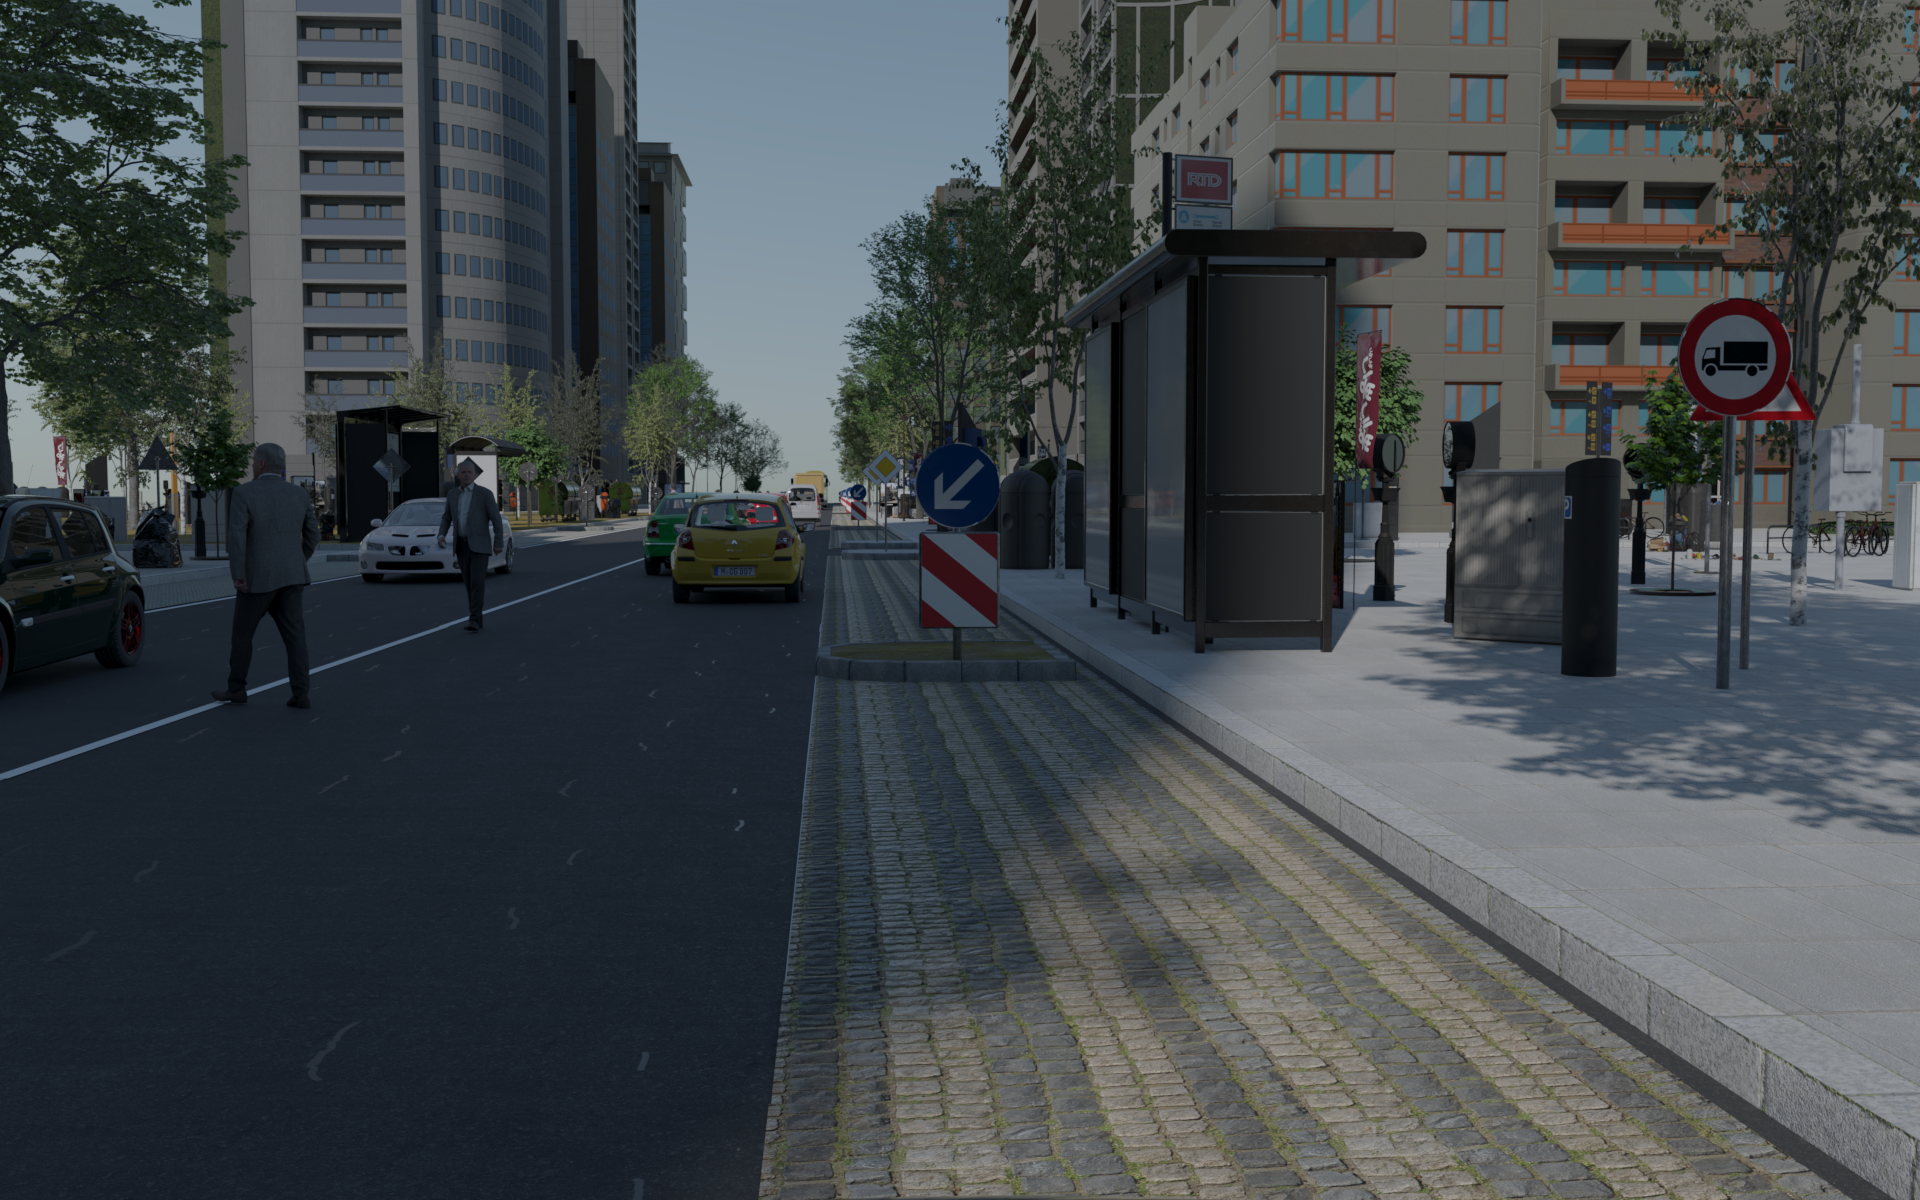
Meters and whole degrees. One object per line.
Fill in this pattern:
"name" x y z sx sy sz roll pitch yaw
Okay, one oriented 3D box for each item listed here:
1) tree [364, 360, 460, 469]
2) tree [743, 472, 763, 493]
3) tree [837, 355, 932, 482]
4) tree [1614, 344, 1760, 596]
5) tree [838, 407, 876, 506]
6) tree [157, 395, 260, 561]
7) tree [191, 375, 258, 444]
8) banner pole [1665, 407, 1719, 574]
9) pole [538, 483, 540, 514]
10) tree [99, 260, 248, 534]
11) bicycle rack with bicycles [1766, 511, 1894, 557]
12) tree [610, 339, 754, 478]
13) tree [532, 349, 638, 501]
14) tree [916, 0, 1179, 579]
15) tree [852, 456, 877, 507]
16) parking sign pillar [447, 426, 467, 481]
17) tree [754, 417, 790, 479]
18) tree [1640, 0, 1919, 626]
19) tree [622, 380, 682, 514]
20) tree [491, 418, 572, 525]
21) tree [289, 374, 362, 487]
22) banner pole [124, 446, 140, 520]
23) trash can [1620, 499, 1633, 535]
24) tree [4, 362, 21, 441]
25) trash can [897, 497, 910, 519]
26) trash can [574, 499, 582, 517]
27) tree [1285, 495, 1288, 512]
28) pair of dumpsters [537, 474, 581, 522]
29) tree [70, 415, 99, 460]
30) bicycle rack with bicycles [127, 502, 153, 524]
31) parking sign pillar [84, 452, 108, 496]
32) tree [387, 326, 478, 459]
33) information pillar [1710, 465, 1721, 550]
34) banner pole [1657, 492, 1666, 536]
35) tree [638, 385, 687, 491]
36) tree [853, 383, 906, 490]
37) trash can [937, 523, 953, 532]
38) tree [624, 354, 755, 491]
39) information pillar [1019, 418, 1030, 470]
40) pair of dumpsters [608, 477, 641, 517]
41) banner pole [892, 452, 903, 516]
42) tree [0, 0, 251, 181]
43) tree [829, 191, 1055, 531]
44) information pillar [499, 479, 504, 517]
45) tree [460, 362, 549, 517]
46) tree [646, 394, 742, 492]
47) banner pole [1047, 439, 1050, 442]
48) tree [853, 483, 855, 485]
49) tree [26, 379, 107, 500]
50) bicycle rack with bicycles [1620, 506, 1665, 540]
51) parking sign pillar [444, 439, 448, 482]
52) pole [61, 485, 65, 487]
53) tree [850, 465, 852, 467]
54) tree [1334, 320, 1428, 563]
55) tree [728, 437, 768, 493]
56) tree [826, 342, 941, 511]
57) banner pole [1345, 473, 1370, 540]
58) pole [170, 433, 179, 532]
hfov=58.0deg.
"tree" -30.459 -9.058 98.464 4.737 8.622 4.395 0 3 0
"tree" -31.146 -16.881 259.719 4.285 4.588 4.351 0 3 0
"tree" -4.637 -11.031 114.768 7.601 10.594 8.767 0 4 5
"tree" 9.010 -1.679 22.049 1.663 3.219 1.824 0 3 0
"tree" -9.586 -16.629 190.014 7.486 12.596 7.792 0 3 0
"tree" -14.395 -2.394 33.742 1.663 3.219 1.824 0 3 0
"tree" -44.905 -9.495 105.607 4.737 8.622 4.395 0 3 0
"banner pole" 11.972 -2.326 28.055 0.401 3.779 0.863 -1 4 -19
"pole" -27.025 -7.185 111.318 0.158 3.312 0.155 0 3 0
"tree" -24.758 -6.399 54.982 4.360 8.622 3.978 0 3 0
"bicycle rack with bicycles" 18.636 -1.417 36.558 2.925 0.926 2.852 -2 4 -28
"tree" -23.097 -13.940 138.282 12.009 13.543 11.850 0 3 0
"tree" -19.058 -8.366 87.151 4.360 8.622 3.978 0 3 0
"tree" 1.464 -4.642 26.252 4.737 8.622 4.395 0 3 0
"tree" -9.149 -13.987 179.050 4.360 8.622 3.978 0 3 0
"parking sign pillar" -19.751 -4.970 69.729 1.447 3.967 1.447 -1 4 -16
"tree" -32.476 -22.273 274.539 12.009 13.543 11.850 0 3 0
"tree" 8.436 -4.057 16.699 4.360 8.622 3.978 0 3 0
"tree" -20.142 -9.912 112.420 4.737 8.622 4.395 0 3 0
"tree" -18.234 -5.470 73.151 4.285 4.588 4.351 0 3 0
"tree" -39.210 -9.609 107.472 4.360 8.622 3.978 0 3 0
"banner pole" -41.595 -5.925 86.896 0.863 3.779 0.401 -1 4 -12
"trash can" 20.711 -2.603 54.217 0.748 1.137 0.748 0 3 0
"tree" -44.801 -7.858 78.835 4.360 8.622 3.978 0 3 0
"trash can" -2.946 -4.817 90.407 0.748 1.137 0.748 0 3 0
"trash can" -21.044 -5.138 95.659 0.748 1.137 0.748 0 3 0
"tree" 16.813 -5.764 88.846 1.663 3.219 1.824 0 3 0
"pair of dumpsters" -18.653 -4.769 80.471 1.574 2.255 4.437 0 4 -4
"tree" -39.123 -7.946 80.286 4.360 8.622 3.978 0 3 0
"bicycle rack with bicycles" -35.277 -3.700 73.883 2.852 0.926 2.925 0 4 6
"parking sign pillar" -53.397 -7.251 107.025 1.447 3.967 1.447 3 5 42
"tree" -23.374 -7.697 76.207 4.360 8.622 3.978 0 3 0
"information pillar" 17.444 -2.165 39.887 0.304 2.012 0.304 -2 4 -27
"banner pole" 21.664 -3.870 53.298 0.401 3.779 0.863 0 4 8
"tree" -20.708 -10.248 117.920 4.360 8.622 3.978 0 3 0
"tree" -3.923 -9.591 107.168 4.737 8.622 4.395 0 3 0
"trash can" -0.444 -2.707 55.907 0.748 1.137 0.748 0 3 0
"tree" -21.159 -12.367 127.952 9.928 11.665 9.643 0 3 0
"information pillar" 1.898 -3.651 51.052 0.183 3.616 0.504 -2 4 -29
"pair of dumpsters" -19.403 -5.963 99.994 1.574 2.255 4.437 0 4 -4
"banner pole" -3.659 -6.932 103.358 0.863 3.779 0.401 0 4 -6
"tree" -14.702 -6.559 25.368 7.486 12.596 7.792 0 3 0
"tree" -0.519 -8.201 59.848 9.928 11.665 9.643 0 3 0
"information pillar" -21.750 -4.727 81.775 0.304 2.012 0.304 -2 4 -31
"tree" -24.565 -8.909 96.025 4.737 8.622 4.395 0 3 0
"tree" -23.508 -13.299 151.845 8.767 10.594 7.601 -1 4 -15
"banner pole" 3.869 -5.456 79.216 0.863 3.779 0.401 3 4 39
"tree" -15.118 -15.808 253.061 1.663 3.219 1.824 0 3 0
"tree" -44.548 -8.361 87.067 4.737 8.622 4.395 0 3 0
"bicycle rack with bicycles" 18.448 -2.228 49.816 2.925 0.926 2.852 3 4 37
"parking sign pillar" -24.914 -5.934 85.490 1.447 3.967 1.447 1 4 16
"pole" -58.519 -7.289 113.017 0.158 3.312 0.155 0 3 0
"tree" -13.861 -17.593 238.005 4.737 8.622 4.395 0 3 0
"tree" 7.212 -3.003 32.818 4.285 4.588 4.351 0 3 0
"tree" -26.708 -15.857 209.627 4.737 8.622 4.395 0 3 0
"tree" -5.545 -13.950 134.734 9.857 13.997 8.962 0 3 0
"banner pole" 11.155 -3.589 48.691 0.863 3.779 0.401 -2 4 -24
"pole" -26.259 -3.917 57.892 0.158 3.312 0.155 0 3 0
